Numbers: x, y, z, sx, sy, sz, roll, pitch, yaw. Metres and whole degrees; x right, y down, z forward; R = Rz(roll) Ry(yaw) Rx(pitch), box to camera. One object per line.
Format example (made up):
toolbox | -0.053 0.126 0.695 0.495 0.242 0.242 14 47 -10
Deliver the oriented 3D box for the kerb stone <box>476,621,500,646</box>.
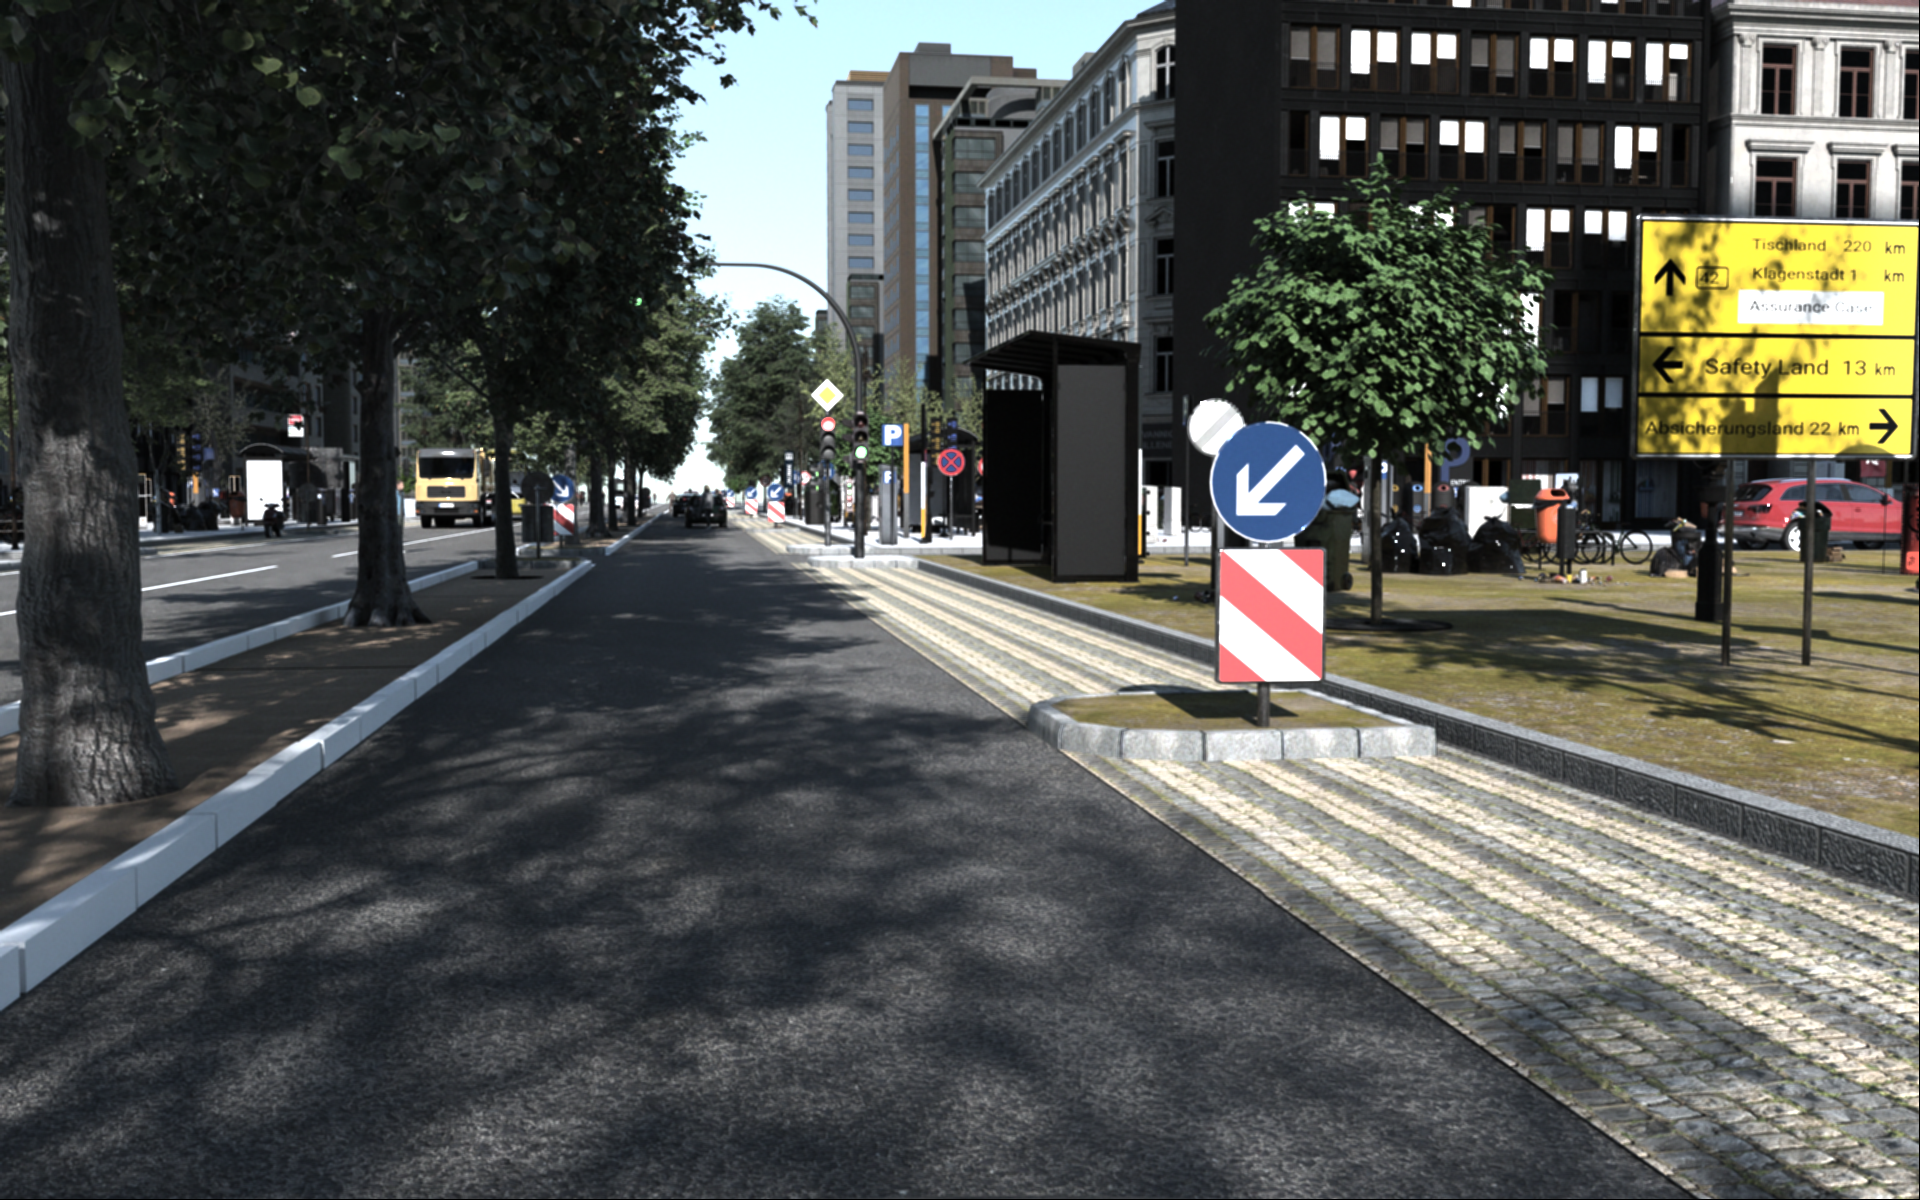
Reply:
kerb stone | -4.552 0.341 16.621 0.120 0.150 1.000 -1 4 -9

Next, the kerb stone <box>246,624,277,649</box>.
kerb stone | -6.633 0.363 16.303 0.120 0.150 1.000 -1 4 -9

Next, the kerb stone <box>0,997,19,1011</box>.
kerb stone | -2.663 1.088 4.432 0.120 0.150 1.000 -1 4 -9

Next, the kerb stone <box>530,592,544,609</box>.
kerb stone | -5.339 0.031 21.687 0.120 0.150 1.000 -1 4 -9

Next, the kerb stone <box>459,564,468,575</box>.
kerb stone | -8.831 -0.506 30.471 0.120 0.150 1.000 -1 4 -9

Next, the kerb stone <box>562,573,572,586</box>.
kerb stone | -6.126 -0.278 26.746 0.120 0.150 1.000 -1 4 -9

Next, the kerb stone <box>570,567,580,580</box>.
kerb stone | -6.444 -0.402 28.766 0.120 0.150 1.000 -1 4 -9

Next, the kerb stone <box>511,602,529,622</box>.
kerb stone | -5.028 0.159 19.662 0.120 0.150 1.000 -1 4 -9

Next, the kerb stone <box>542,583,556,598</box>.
kerb stone | -5.662 -0.093 23.713 0.120 0.150 1.000 -1 4 -9

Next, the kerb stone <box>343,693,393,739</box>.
kerb stone | -3.608 0.716 10.524 0.120 0.150 1.000 -1 4 -9

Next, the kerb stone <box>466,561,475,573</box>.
kerb stone | -8.987 -0.568 31.486 0.120 0.150 1.000 -1 4 -9

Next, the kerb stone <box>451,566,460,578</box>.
kerb stone | -8.670 -0.441 29.459 0.120 0.150 1.000 -1 4 -9

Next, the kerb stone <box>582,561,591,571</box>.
kerb stone | -6.917 -0.584 31.807 0.120 0.150 1.000 -1 4 -9

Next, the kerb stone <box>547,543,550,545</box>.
kerb stone | -11.583 -1.588 48.189 0.120 0.150 1.000 -1 4 -9

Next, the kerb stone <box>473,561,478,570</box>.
kerb stone | -9.150 -0.630 32.503 0.120 0.150 1.000 -1 4 -9

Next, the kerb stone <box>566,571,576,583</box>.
kerb stone | -6.287 -0.332 27.756 0.120 0.150 1.000 -1 4 -9

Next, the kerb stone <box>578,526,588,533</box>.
kerb stone | -14.257 -2.644 65.430 0.120 0.150 1.000 -1 4 -9

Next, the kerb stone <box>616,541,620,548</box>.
kerb stone | -8.889 -1.367 44.546 0.120 0.150 1.000 -1 4 -9

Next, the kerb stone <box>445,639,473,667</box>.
kerb stone | -4.244 0.466 14.581 0.120 0.150 1.000 -1 4 -9

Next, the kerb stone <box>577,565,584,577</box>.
kerb stone | -6.596 -0.464 29.784 0.120 0.150 1.000 -1 4 -9

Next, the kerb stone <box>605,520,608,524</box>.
kerb stone | -17.560 -3.945 86.699 0.120 0.150 1.000 -1 4 -9

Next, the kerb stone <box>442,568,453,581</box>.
kerb stone | -8.508 -0.381 28.446 0.120 0.150 1.000 -1 4 -9

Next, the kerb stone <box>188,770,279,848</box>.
kerb stone | -3.136 0.903 7.481 0.120 0.150 1.000 -1 4 -9

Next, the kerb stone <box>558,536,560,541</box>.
kerb stone | -12.210 -1.833 52.246 0.120 0.150 1.000 -1 4 -9

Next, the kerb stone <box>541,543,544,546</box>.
kerb stone | -11.267 -1.466 46.168 0.120 0.150 1.000 -1 4 -9

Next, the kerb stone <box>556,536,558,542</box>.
kerb stone | -12.053 -1.776 51.233 0.120 0.150 1.000 -1 4 -9

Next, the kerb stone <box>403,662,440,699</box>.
kerb stone | -3.925 0.590 12.551 0.120 0.150 1.000 -1 4 -9

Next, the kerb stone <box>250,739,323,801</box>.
kerb stone | -3.303 0.838 8.490 0.120 0.150 1.000 -1 4 -9

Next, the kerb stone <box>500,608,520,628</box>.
kerb stone | -4.881 0.217 18.647 0.120 0.150 1.000 -1 4 -9

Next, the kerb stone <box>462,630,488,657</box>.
kerb stone | -4.400 0.406 15.601 0.120 0.150 1.000 -1 4 -9

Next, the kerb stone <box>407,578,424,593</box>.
kerb stone | -8.044 -0.191 25.409 0.120 0.150 1.000 -1 4 -9

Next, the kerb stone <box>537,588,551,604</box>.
kerb stone | -5.500 -0.024 22.699 0.120 0.150 1.000 -1 4 -9

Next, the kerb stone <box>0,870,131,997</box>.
kerb stone | -2.818 1.027 5.455 0.120 0.150 1.000 -1 4 -9

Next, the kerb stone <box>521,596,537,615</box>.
kerb stone | -5.181 0.093 20.675 0.120 0.150 1.000 -1 4 -9

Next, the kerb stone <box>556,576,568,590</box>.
kerb stone | -5.968 -0.217 25.736 0.120 0.150 1.000 -1 4 -9

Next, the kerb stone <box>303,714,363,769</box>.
kerb stone | -3.449 0.776 9.507 0.120 0.150 1.000 -1 4 -9

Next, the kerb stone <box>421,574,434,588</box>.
kerb stone | -8.196 -0.258 26.419 0.120 0.150 1.000 -1 4 -9

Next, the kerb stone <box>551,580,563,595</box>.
kerb stone | -5.806 -0.155 24.725 0.120 0.150 1.000 -1 4 -9

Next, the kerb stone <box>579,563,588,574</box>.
kerb stone | -6.749 -0.526 30.799 0.120 0.150 1.000 -1 4 -9

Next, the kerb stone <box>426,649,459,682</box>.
kerb stone | -4.076 0.528 13.567 0.120 0.150 1.000 -1 4 -9

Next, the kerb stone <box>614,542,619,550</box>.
kerb stone | -8.727 -1.305 43.537 0.120 0.150 1.000 -1 4 -9

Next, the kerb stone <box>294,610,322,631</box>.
kerb stone | -6.947 0.237 18.323 0.120 0.150 1.000 -1 4 -9

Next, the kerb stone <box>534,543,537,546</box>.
kerb stone | -10.947 -1.340 44.147 0.120 0.150 1.000 -1 4 -9

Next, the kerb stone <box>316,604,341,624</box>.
kerb stone | -7.105 0.175 19.333 0.120 0.150 1.000 -1 4 -9

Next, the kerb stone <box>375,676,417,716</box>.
kerb stone | -3.772 0.654 11.533 0.120 0.150 1.000 -1 4 -9

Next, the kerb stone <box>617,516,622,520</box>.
kerb stone | -19.758 -4.812 100.889 0.120 0.150 1.000 -1 4 -9

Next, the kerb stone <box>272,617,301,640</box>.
kerb stone | -6.787 0.302 17.314 0.120 0.150 1.000 -1 4 -9

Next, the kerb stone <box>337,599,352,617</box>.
kerb stone | -7.252 0.115 20.345 0.120 0.150 1.000 -1 4 -9

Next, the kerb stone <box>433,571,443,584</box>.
kerb stone | -8.360 -0.320 27.434 0.120 0.150 1.000 -1 4 -9

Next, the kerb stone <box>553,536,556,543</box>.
kerb stone | -11.890 -1.709 50.213 0.120 0.150 1.000 -1 4 -9

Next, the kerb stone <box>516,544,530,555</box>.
kerb stone | -10.635 -1.217 42.122 0.120 0.150 1.000 -1 4 -9

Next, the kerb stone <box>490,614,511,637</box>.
kerb stone | -4.713 0.279 17.635 0.120 0.150 1.000 -1 4 -9

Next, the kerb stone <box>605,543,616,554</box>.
kerb stone | -8.581 -1.243 42.525 0.120 0.150 1.000 -1 4 -9

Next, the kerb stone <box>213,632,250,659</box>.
kerb stone | -6.479 0.424 15.285 0.120 0.150 1.000 -1 4 -9

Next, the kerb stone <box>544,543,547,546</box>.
kerb stone | -11.423 -1.528 47.180 0.120 0.150 1.000 -1 4 -9

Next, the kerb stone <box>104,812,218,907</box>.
kerb stone | -2.980 0.968 6.470 0.120 0.150 1.000 -1 4 -9

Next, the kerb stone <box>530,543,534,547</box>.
kerb stone | -10.790 -1.281 43.132 0.120 0.150 1.000 -1 4 -9
